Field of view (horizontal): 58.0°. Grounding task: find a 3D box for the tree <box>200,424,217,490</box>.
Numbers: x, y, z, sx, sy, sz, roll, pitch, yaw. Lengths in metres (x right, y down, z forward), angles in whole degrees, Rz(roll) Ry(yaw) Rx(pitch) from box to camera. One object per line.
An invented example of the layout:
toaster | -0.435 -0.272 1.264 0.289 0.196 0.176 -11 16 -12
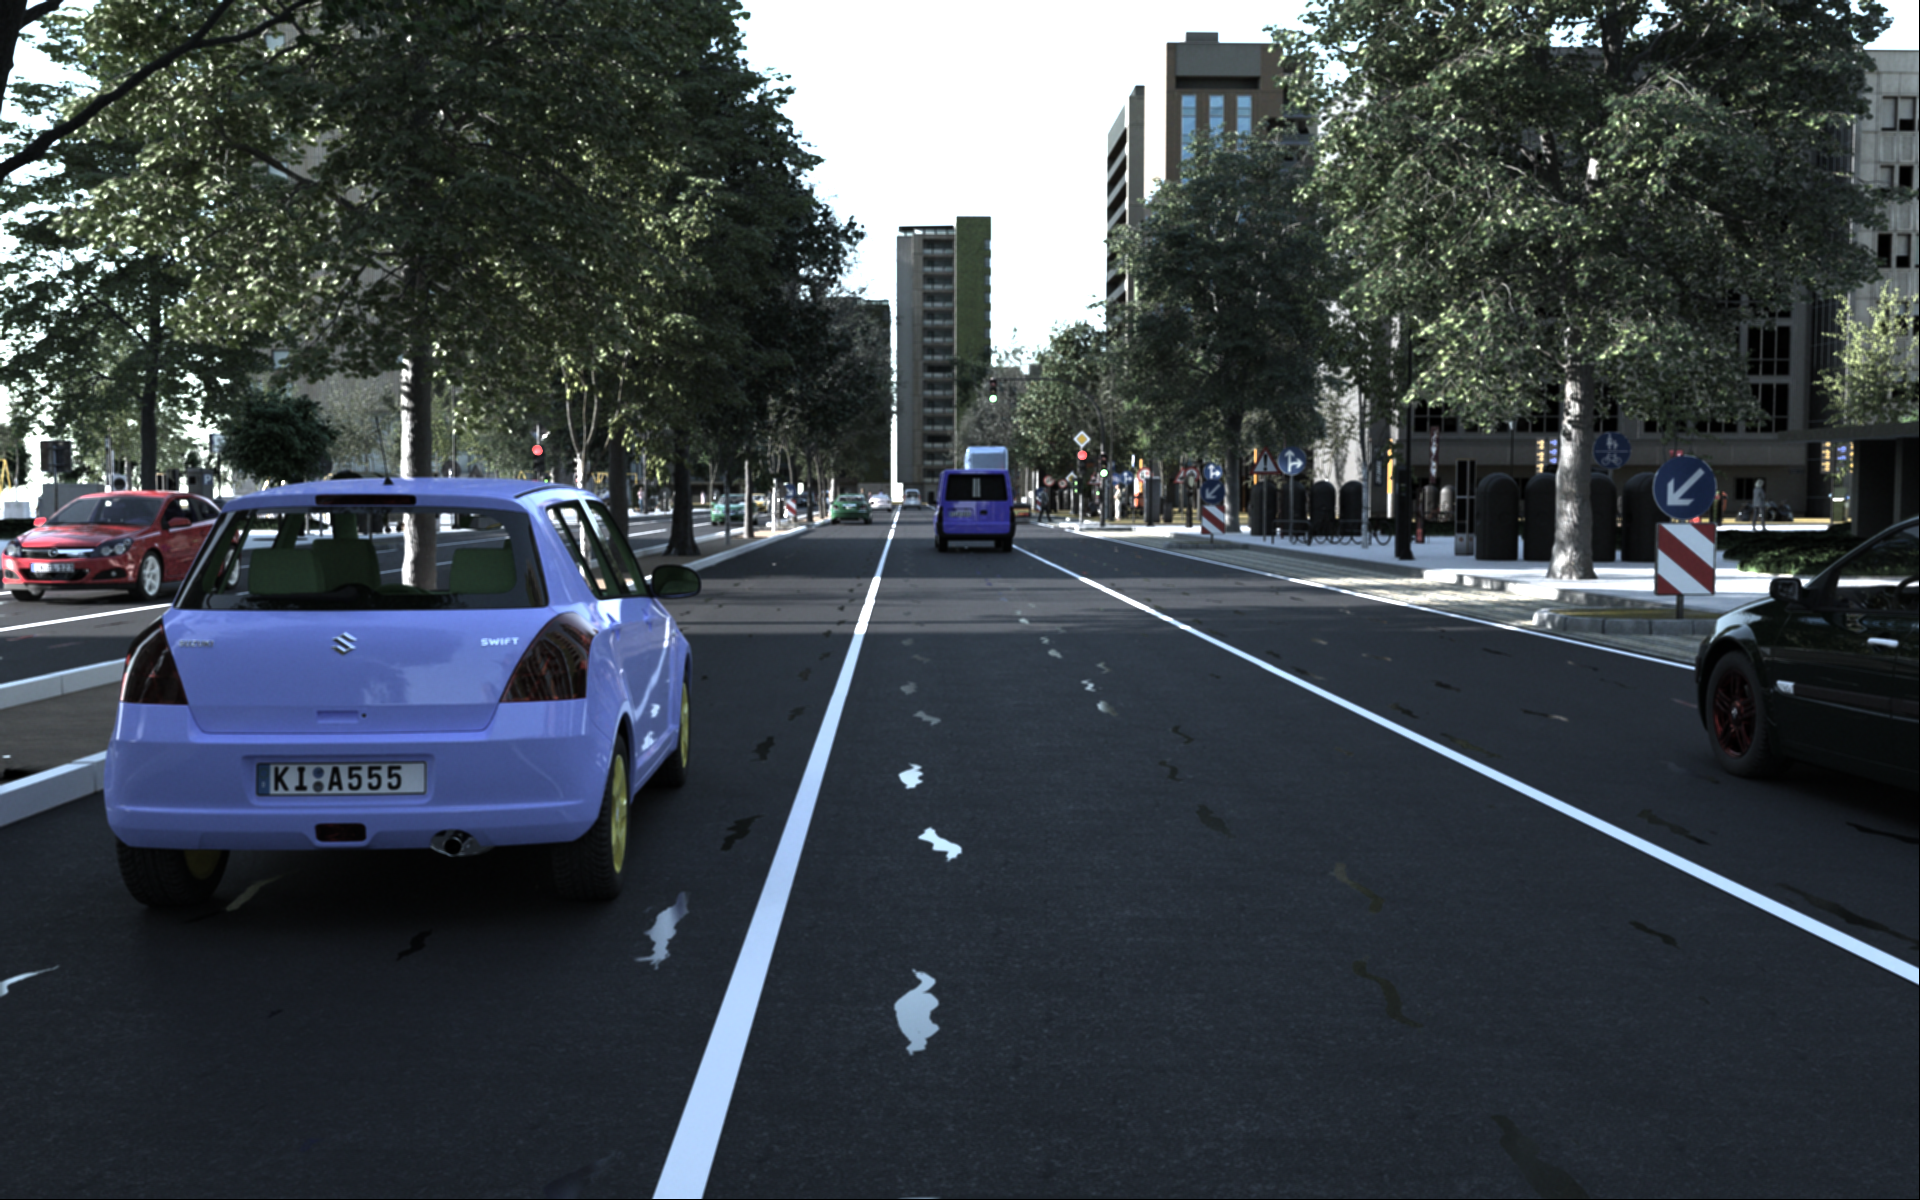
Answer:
tree | -44.957 -9.582 107.029 4.360 8.622 3.978 0 3 0

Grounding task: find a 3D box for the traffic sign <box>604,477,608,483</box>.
traffic sign | -23.826 -7.227 117.899 0.795 2.593 0.064 0 4 8

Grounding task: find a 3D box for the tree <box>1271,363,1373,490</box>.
tree | 18.319 -8.300 86.065 4.360 8.622 3.978 0 3 0

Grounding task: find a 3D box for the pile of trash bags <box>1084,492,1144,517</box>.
pile of trash bags | 8.686 -5.264 95.821 3.447 1.369 1.912 -2 4 -24

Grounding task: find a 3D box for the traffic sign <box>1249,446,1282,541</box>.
traffic sign | 8.244 -2.864 46.828 0.884 2.594 0.081 0 4 0

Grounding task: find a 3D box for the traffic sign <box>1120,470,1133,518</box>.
traffic sign | 8.982 -5.703 93.343 0.768 2.556 0.104 0 4 4

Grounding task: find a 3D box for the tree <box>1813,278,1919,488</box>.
tree | 31.676 -6.720 60.227 4.737 8.622 4.395 0 3 0

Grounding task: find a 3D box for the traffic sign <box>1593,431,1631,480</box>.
traffic sign | 13.271 -2.156 35.352 0.768 2.556 0.104 0 4 4

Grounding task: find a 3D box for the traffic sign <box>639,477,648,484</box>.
traffic sign | -24.056 -8.055 131.810 0.768 2.556 0.104 0 4 5

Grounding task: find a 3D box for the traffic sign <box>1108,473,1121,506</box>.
traffic sign | 9.170 -6.279 102.771 0.768 2.556 0.104 0 4 6

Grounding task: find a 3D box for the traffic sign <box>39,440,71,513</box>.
traffic sign | -17.245 -1.891 33.048 0.606 2.300 0.079 0 4 3

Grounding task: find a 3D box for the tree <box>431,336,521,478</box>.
tree | -34.223 -13.307 127.934 12.009 13.543 11.850 0 3 0

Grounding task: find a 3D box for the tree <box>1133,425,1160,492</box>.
tree | 16.840 -11.592 139.885 4.737 8.622 4.395 0 3 0

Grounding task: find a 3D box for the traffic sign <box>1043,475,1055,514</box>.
traffic sign | 5.876 -6.969 114.047 0.768 2.556 0.104 0 4 1

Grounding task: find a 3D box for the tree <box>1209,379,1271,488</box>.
tree | 16.291 -8.680 92.283 4.360 8.622 3.978 0 3 0

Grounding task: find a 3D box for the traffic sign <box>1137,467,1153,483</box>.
traffic sign | 8.703 -4.983 81.573 0.768 2.556 0.104 0 4 5

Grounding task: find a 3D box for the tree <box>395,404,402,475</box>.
tree | -44.193 -11.359 136.082 4.360 8.622 3.978 0 3 0

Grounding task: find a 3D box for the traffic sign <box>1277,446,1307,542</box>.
traffic sign | 8.880 -2.832 46.404 0.768 2.556 0.104 0 4 6

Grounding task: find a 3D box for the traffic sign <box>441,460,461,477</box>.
traffic sign | -19.119 -3.974 65.088 0.768 2.556 0.104 0 4 5

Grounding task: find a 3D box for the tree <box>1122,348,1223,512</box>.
tree | 15.673 -11.947 121.095 9.928 11.665 9.643 0 3 0

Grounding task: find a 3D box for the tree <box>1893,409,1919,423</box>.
tree | 36.070 -4.997 65.419 4.285 4.588 4.351 0 3 0

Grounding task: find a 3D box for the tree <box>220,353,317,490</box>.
tree | -35.907 -8.519 89.653 4.737 8.622 4.395 0 3 0

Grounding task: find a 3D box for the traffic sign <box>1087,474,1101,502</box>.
traffic sign | 7.652 -6.031 98.607 0.884 2.594 0.081 0 4 5

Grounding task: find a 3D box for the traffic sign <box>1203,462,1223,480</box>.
traffic sign | 10.097 -4.227 69.215 0.768 2.556 0.104 0 4 3

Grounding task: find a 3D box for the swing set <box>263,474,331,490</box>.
swing set | -31.098 -5.044 80.086 2.862 2.851 3.119 0 4 -7

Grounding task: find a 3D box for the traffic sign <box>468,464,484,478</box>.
traffic sign | -20.960 -4.584 74.954 0.884 2.594 0.081 0 4 6

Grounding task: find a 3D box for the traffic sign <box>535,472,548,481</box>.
traffic sign | -23.609 -5.967 97.662 0.768 2.556 0.104 0 4 1

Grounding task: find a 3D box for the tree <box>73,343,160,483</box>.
tree | -40.596 -8.118 83.085 4.737 8.622 4.395 0 3 0

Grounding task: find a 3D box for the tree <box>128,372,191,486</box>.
tree | -46.269 -9.105 99.230 4.360 8.622 3.978 0 3 0

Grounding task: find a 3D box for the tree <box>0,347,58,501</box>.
tree | -45.876 -8.145 83.534 4.360 8.622 3.978 0 3 0

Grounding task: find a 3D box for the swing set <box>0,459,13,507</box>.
swing set | -44.460 -4.895 77.661 3.119 2.851 2.862 -1 4 -14

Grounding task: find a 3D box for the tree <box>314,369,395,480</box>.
tree | -36.009 -9.236 101.366 4.360 8.622 3.978 0 3 0

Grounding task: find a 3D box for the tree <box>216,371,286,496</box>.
tree | -40.939 -9.206 100.887 4.360 8.622 3.978 0 3 0

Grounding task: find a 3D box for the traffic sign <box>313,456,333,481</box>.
traffic sign | -19.255 -3.182 52.130 0.768 2.556 0.104 0 4 2

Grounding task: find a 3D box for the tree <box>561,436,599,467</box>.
tree | -32.303 -11.924 145.315 4.360 8.622 3.978 0 3 0

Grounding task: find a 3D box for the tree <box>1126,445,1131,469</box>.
tree | 15.241 -12.102 148.237 4.737 8.622 4.395 0 3 0

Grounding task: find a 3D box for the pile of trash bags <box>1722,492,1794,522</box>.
pile of trash bags | 36.515 -4.297 80.009 3.447 1.369 1.912 0 4 -2

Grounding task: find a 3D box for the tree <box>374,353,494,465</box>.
tree | -33.027 -10.777 110.620 7.601 10.594 8.767 1 4 9

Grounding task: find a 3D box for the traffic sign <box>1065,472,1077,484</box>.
traffic sign | 6.593 -6.243 101.802 0.795 2.593 0.064 0 4 -2

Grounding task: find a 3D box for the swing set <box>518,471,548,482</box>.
swing set | -29.051 -7.443 119.313 2.862 2.851 3.119 2 4 31

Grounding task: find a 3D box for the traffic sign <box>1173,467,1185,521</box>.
traffic sign | 10.663 -5.076 82.989 0.884 2.594 0.081 0 4 1

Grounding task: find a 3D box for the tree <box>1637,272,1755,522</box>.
tree | 22.351 -6.350 54.180 4.737 8.622 4.395 0 3 0

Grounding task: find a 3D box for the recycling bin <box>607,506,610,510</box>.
recycling bin | -24.654 -6.561 119.823 0.722 1.027 0.722 -3 4 -37

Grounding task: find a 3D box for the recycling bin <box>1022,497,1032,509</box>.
recycling bin | 5.466 -7.888 141.530 0.722 1.027 0.722 1 4 12

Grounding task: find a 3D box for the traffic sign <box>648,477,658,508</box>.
traffic sign | -22.747 -7.845 128.366 0.768 2.556 0.104 0 4 3

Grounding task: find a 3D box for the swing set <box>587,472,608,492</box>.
swing set | -26.834 -8.023 128.795 2.862 2.851 3.119 1 4 10

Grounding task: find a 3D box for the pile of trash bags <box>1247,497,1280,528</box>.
pile of trash bags | 11.876 -3.429 65.818 1.912 1.369 3.447 0 4 8

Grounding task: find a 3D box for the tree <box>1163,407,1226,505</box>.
tree | 15.511 -9.512 105.885 4.737 8.622 4.395 0 3 0

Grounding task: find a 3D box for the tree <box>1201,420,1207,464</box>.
tree | 17.479 -10.017 114.144 4.360 8.622 3.978 0 3 0

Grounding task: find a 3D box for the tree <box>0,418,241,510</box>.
tree | -69.138 -10.813 139.695 20.602 7.101 11.467 -2 4 -33

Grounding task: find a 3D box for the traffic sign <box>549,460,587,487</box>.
traffic sign | -23.350 -6.693 103.308 2.265 3.308 0.079 0 4 0

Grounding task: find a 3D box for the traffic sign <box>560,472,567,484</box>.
traffic sign | -23.261 -6.154 100.731 0.768 2.556 0.104 0 4 2

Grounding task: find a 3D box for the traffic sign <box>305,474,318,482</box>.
traffic sign | -22.307 -3.614 59.088 0.884 2.594 0.081 0 4 7

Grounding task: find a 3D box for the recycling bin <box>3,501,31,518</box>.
recycling bin | -34.555 -3.114 63.472 0.722 1.027 0.722 -1 4 -11
